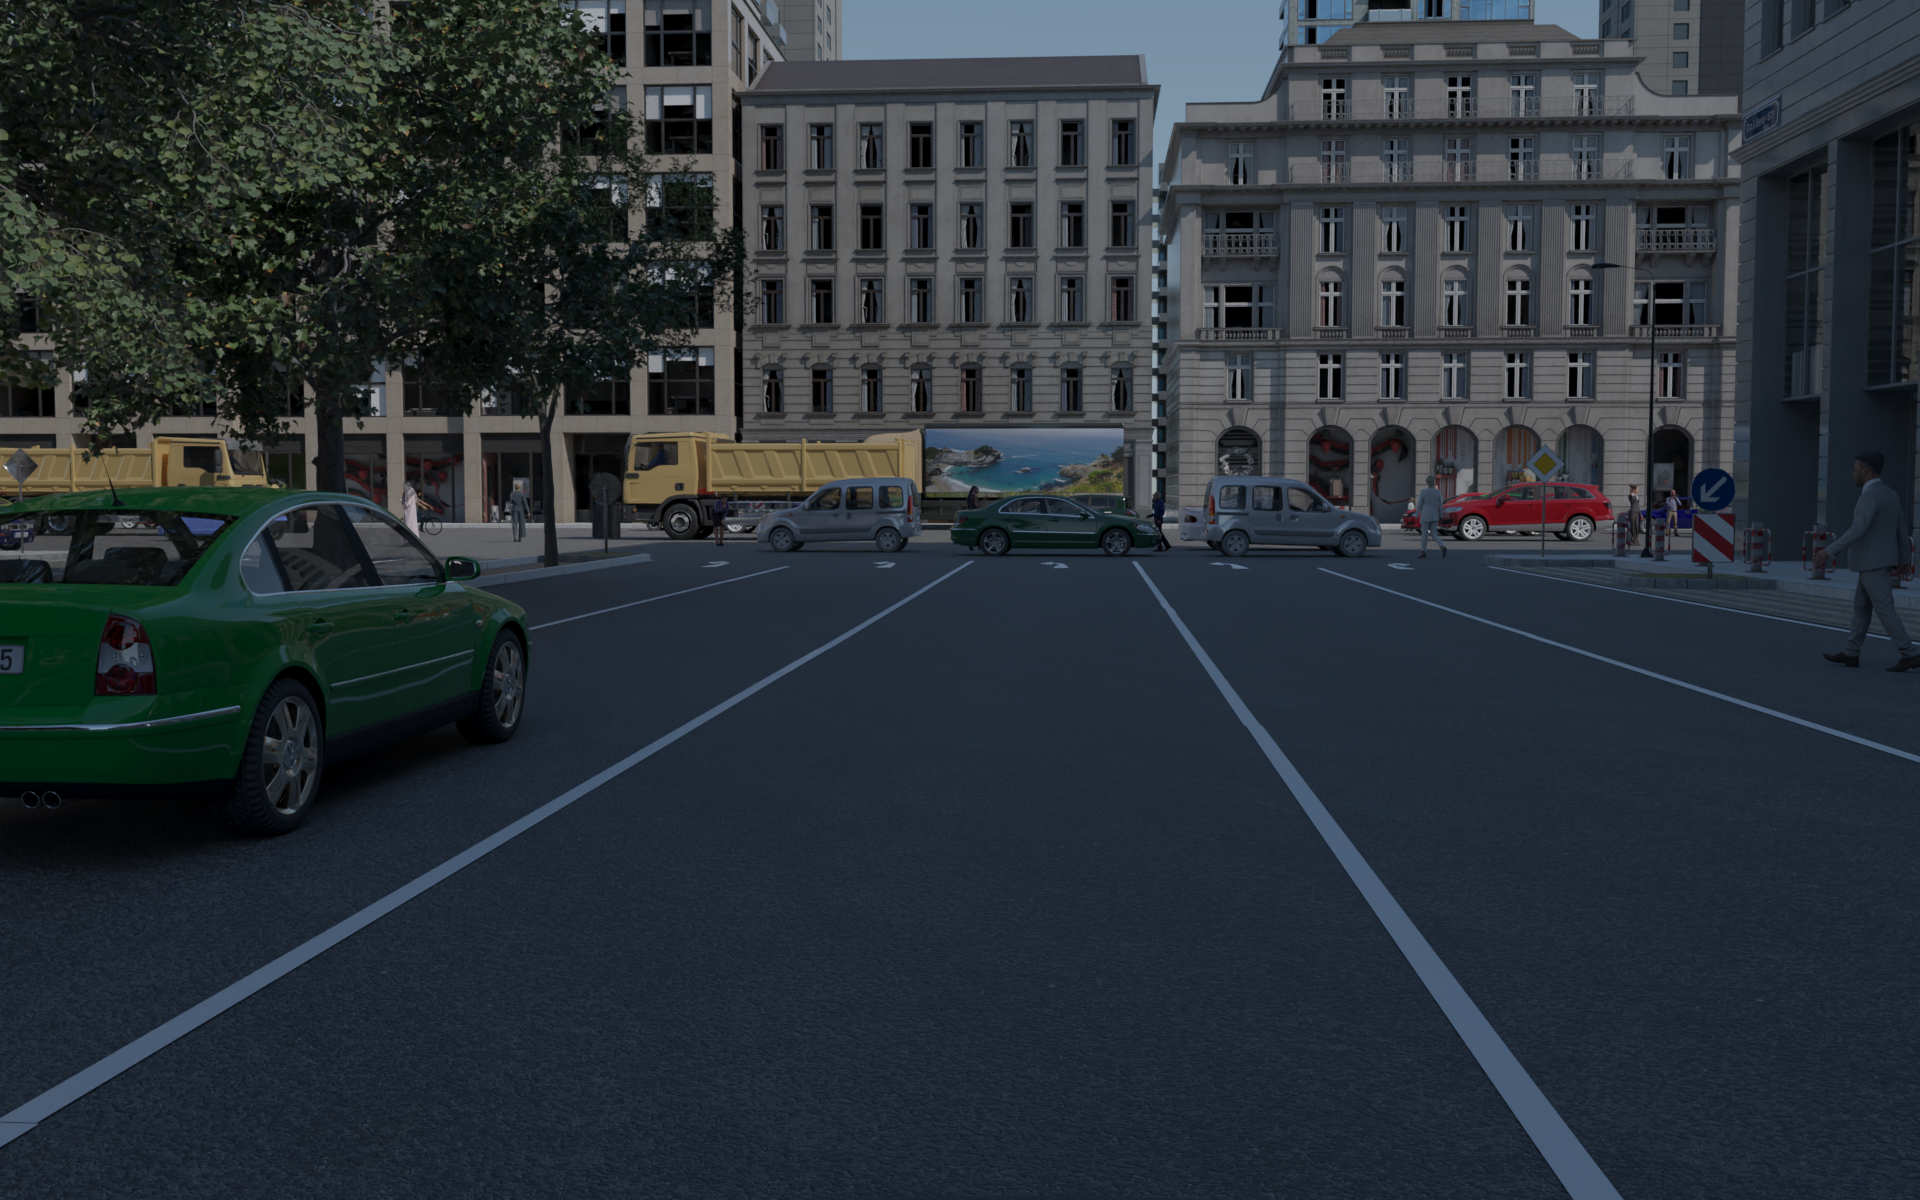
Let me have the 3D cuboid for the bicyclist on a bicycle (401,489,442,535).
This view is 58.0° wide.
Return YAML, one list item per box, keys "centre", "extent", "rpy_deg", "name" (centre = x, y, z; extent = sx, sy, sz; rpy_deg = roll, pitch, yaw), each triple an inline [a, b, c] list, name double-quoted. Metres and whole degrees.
- centre: [-18.759, -3.065, 60.139]
  extent: [1.625, 1.676, 1.499]
  rpy_deg: [0, 4, 5]
  name: "bicyclist on a bicycle"

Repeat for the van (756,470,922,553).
- centre: [-3.028, -2.217, 43.261]
  extent: [4.112, 2.044, 2.013]
  rpy_deg: [0, 4, 6]
  name: "van"

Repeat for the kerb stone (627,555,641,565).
- centre: [-6.767, -0.807, 35.391]
  extent: [0.120, 0.150, 1.000]
  rpy_deg: [0, 4, 4]
  name: "kerb stone"

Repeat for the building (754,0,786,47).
- centre: [-27.375, -32.473, 150.535]
  extent: [23.786, 49.044, 30.456]
  rpy_deg: [0, 4, 4]
  name: "building"

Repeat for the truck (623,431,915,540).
- centre: [-6.404, -3.572, 54.330]
  extent: [9.791, 3.379, 3.469]
  rpy_deg: [0, 4, 6]
  name: "truck"

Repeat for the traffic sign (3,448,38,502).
- centre: [-20.316, -2.070, 37.481]
  extent: [0.795, 2.450, 0.064]
  rpy_deg: [0, 4, 4]
  name: "traffic sign"

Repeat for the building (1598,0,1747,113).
- centre: [76.029, -45.196, 177.199]
  extent: [20.611, 71.187, 20.563]
  rpy_deg: [0, 4, 4]
  name: "building"

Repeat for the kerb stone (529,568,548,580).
- centre: [-7.212, -0.430, 29.233]
  extent: [0.120, 0.150, 1.000]
  rpy_deg: [0, 4, 4]
  name: "kerb stone"

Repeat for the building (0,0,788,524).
- centre: [-26.117, -17.144, 84.818]
  extent: [34.151, 26.468, 19.350]
  rpy_deg: [0, 4, 4]
  name: "building"

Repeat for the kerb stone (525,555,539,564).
- centre: [-8.869, -0.815, 35.528]
  extent: [0.120, 0.150, 1.000]
  rpy_deg: [0, 4, 4]
  name: "kerb stone"

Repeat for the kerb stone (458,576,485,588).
- centre: [-7.441, -0.238, 26.147]
  extent: [0.120, 0.150, 1.000]
  rpy_deg: [0, 4, 4]
  name: "kerb stone"

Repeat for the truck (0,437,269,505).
- centre: [-28.282, -3.919, 60.000]
  extent: [9.791, 3.379, 3.469]
  rpy_deg: [0, 4, 6]
  name: "truck"

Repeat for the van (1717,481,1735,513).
- centre: [20.676, -2.152, 42.196]
  extent: [4.112, 2.044, 2.013]
  rpy_deg: [0, 4, 6]
  name: "van"

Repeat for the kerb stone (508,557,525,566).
- centre: [-8.938, -0.753, 34.502]
  extent: [0.120, 0.150, 1.000]
  rpy_deg: [0, 4, 4]
  name: "kerb stone"

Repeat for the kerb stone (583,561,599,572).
- centre: [-6.990, -0.619, 32.316]
  extent: [0.120, 0.150, 1.000]
  rpy_deg: [0, 4, 4]
  name: "kerb stone"

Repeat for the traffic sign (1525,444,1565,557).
- centre: [11.842, -1.926, 35.133]
  extent: [0.795, 2.450, 0.064]
  rpy_deg: [0, 4, 4]
  name: "traffic sign"

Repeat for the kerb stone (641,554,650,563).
- centre: [-6.696, -0.870, 36.422]
  extent: [0.120, 0.150, 1.000]
  rpy_deg: [0, 4, 4]
  name: "kerb stone"

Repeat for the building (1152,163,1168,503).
- centre: [41.370, -38.031, 241.415]
  extent: [30.456, 49.044, 23.786]
  rpy_deg: [0, 4, 4]
  name: "building"

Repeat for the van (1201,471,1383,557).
- centre: [7.638, -2.013, 39.928]
  extent: [4.112, 2.044, 2.013]
  rpy_deg: [0, 4, 3]
  name: "van"

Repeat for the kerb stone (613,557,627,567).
- centre: [-6.845, -0.743, 34.366]
  extent: [0.120, 0.150, 1.000]
  rpy_deg: [0, 4, 4]
  name: "kerb stone"

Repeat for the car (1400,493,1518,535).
- centre: [18.028, -3.230, 61.851]
  extent: [4.494, 1.783, 2.155]
  rpy_deg: [0, 4, 6]
  name: "car"

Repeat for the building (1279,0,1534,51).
- centre: [35.587, -50.953, 145.751]
  extent: [22.319, 86.520, 31.000]
  rpy_deg: [0, 4, 4]
  name: "building"

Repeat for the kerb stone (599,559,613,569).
- centre: [-6.921, -0.682, 33.341]
  extent: [0.120, 0.150, 1.000]
  rpy_deg: [0, 4, 4]
  name: "kerb stone"

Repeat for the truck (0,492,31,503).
- centre: [-40.385, -4.486, 69.268]
  extent: [9.791, 3.379, 3.469]
  rpy_deg: [0, 4, 5]
  name: "truck"

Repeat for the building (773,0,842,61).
- centre: [-23.768, -45.589, 183.625]
  extent: [20.611, 71.187, 20.563]
  rpy_deg: [0, 4, 4]
  name: "building"

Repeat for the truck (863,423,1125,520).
- centre: [0.905, -4.933, 69.564]
  extent: [11.283, 4.237, 2.839]
  rpy_deg: [0, 4, 2]
  name: "truck"

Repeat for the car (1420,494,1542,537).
- centre: [18.214, -3.095, 59.401]
  extent: [4.718, 1.807, 1.959]
  rpy_deg: [0, 4, 6]
  name: "car"

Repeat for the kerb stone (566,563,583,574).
- centre: [-7.059, -0.553, 31.283]
  extent: [0.120, 0.150, 1.000]
  rpy_deg: [0, 4, 4]
  name: "kerb stone"

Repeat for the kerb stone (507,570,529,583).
- centre: [-7.288, -0.368, 28.204]
  extent: [0.120, 0.150, 1.000]
  rpy_deg: [0, 4, 4]
  name: "kerb stone"

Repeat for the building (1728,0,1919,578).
- centre: [19.461, -14.718, 18.135]
  extent: [11.434, 29.767, 29.804]
  rpy_deg: [0, 4, 4]
  name: "building"

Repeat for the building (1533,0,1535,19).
- centre: [67.146, -48.861, 237.121]
  extent: [20.611, 71.187, 20.563]
  rpy_deg: [0, 4, 4]
  name: "building"

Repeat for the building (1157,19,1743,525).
- centre: [21.278, -14.476, 78.477]
  extent: [24.055, 21.916, 13.314]
  rpy_deg: [0, 4, 4]
  name: "building"

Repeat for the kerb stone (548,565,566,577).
- centre: [-7.140, -0.493, 30.258]
  extent: [0.120, 0.150, 1.000]
  rpy_deg: [0, 4, 4]
  name: "kerb stone"

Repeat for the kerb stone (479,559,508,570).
- centre: [-9.013, -0.686, 33.477]
  extent: [0.120, 0.150, 1.000]
  rpy_deg: [0, 4, 4]
  name: "kerb stone"

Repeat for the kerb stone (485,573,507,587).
- centre: [-7.371, -0.305, 27.180]
  extent: [0.120, 0.150, 1.000]
  rpy_deg: [0, 4, 4]
  name: "kerb stone"

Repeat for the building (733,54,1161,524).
- centre: [-0.278, -14.055, 78.949]
  extent: [18.267, 20.994, 9.793]
  rpy_deg: [0, 4, 4]
  name: "building"

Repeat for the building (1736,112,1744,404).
- centre: [42.855, -12.903, 75.598]
  extent: [19.286, 19.102, 10.561]
  rpy_deg: [0, 4, 4]
  name: "building"
